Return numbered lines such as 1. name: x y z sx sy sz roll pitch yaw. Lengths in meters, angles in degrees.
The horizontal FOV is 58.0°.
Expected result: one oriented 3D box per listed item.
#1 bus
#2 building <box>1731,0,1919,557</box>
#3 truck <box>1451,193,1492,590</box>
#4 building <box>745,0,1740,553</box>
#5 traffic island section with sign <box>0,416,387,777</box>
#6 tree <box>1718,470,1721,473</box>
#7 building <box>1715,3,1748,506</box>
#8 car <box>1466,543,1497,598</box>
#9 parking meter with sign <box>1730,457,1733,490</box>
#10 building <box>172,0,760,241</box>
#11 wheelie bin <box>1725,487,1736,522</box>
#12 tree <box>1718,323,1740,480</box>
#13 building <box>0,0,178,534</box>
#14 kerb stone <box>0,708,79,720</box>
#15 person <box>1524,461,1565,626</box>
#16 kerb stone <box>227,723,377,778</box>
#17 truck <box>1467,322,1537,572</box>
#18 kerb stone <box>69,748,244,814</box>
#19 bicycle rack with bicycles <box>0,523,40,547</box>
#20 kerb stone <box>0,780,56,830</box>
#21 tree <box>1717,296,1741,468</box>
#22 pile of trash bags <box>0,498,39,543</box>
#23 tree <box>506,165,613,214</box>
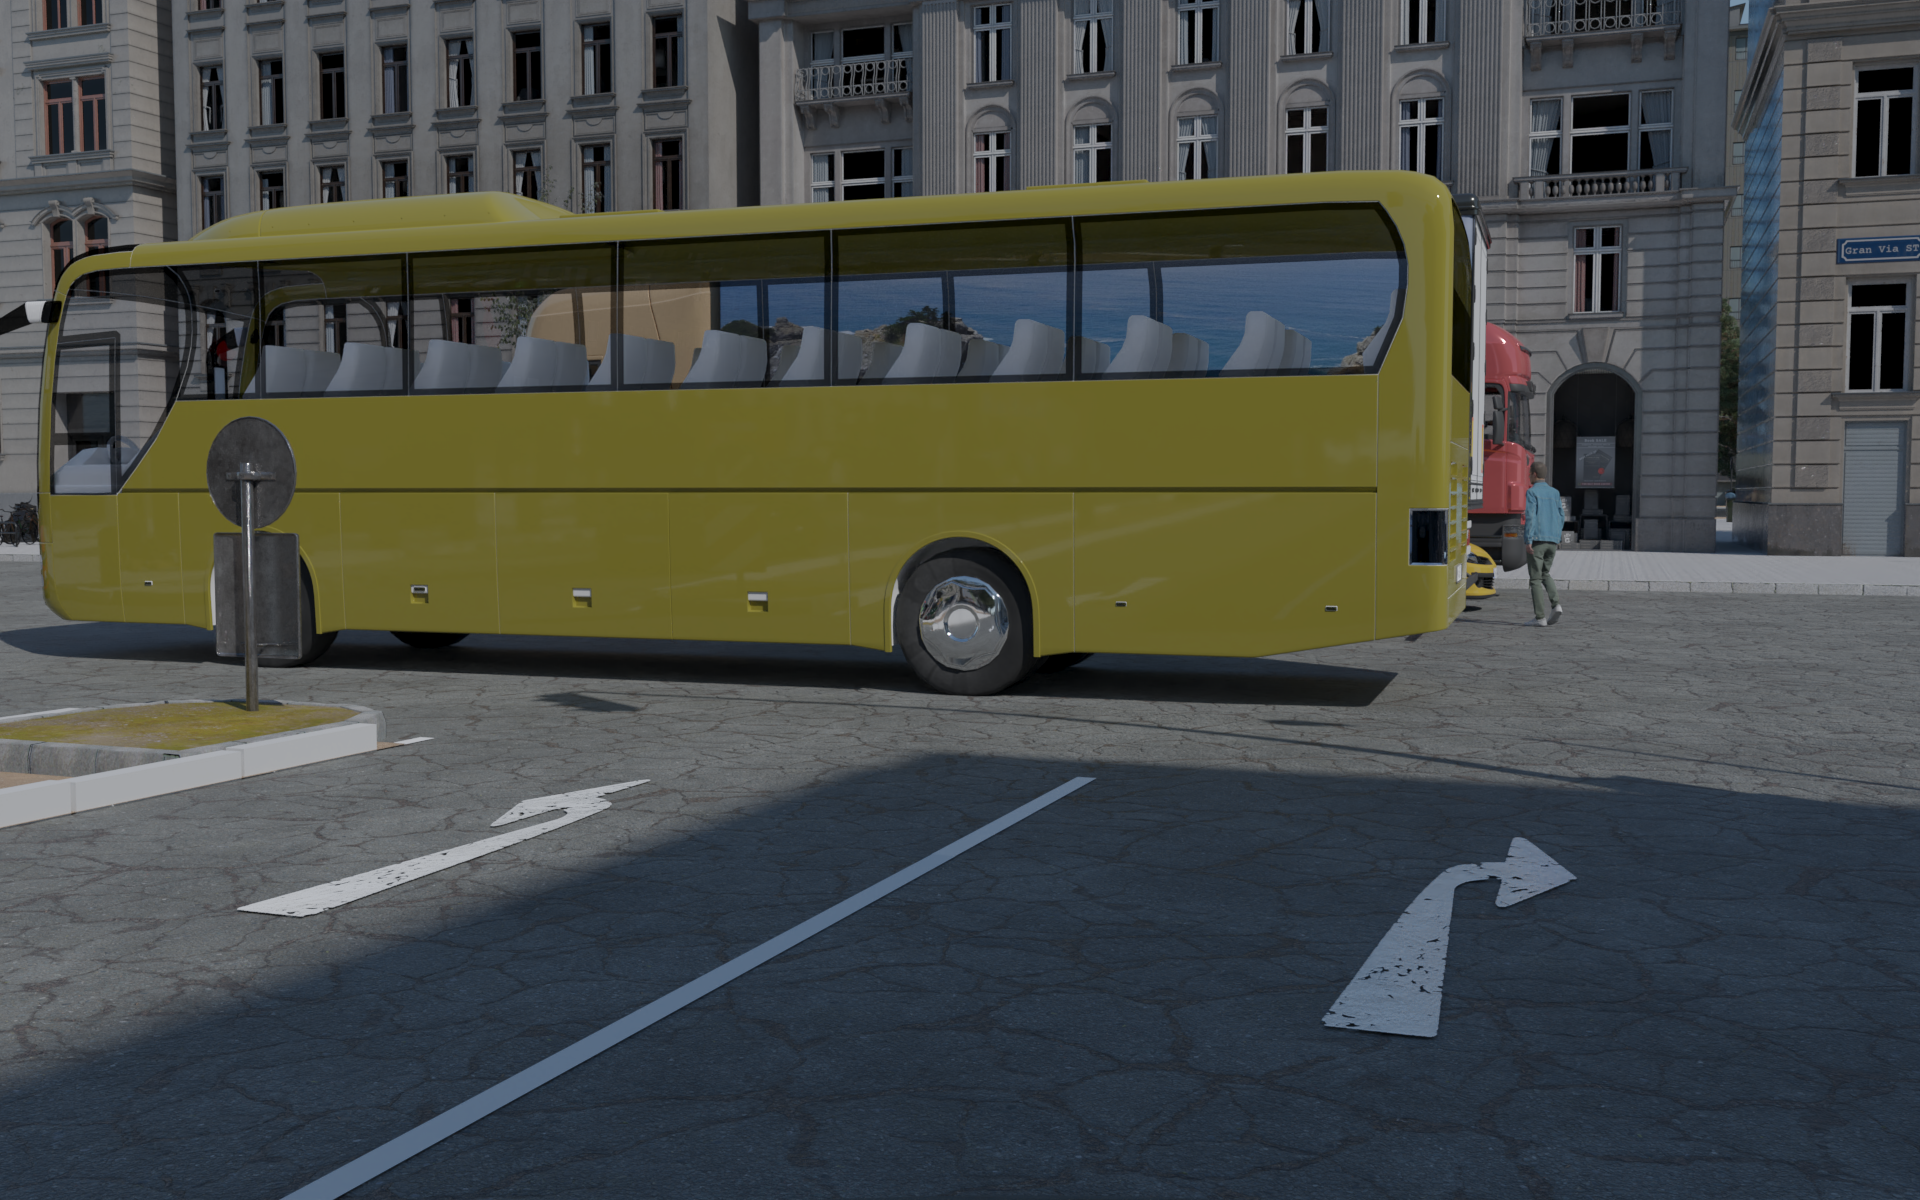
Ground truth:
1. bus: -2.255 -1.384 14.174 12.252 3.916 2.896 1 4 19
2. building: 30.124 -14.615 36.220 25.104 27.353 12.463 1 4 21
3. truck: -0.099 -1.850 19.157 11.283 4.237 2.839 1 4 19
4. building: 7.653 -12.516 46.444 24.055 21.916 13.314 1 4 21
5. traffic island section with sign: -4.395 -0.095 9.684 2.006 1.907 1.989 1 4 21
6. tree: 63.523 -14.061 151.952 6.751 12.117 7.091 0 3 0
7. building: 94.156 -36.868 192.022 27.495 52.752 28.713 1 4 21
8. car: 4.762 -0.723 22.048 3.980 1.641 2.015 1 4 20
9. parking meter with sign: 37.190 -5.213 81.495 1.738 3.016 0.543 1 4 23
10. building: -13.113 -12.404 51.951 18.267 20.994 9.793 1 4 21
11. wheelie bin: 35.128 -4.332 78.731 0.693 1.594 0.980 1 4 20
12. tree: 51.906 -13.141 121.517 9.857 13.997 8.962 0 3 0
13. building: -32.633 -16.707 60.555 23.554 28.519 14.401 1 4 21
14. kerb stone: -5.458 0.752 9.901 0.120 0.150 1.000 1 4 21
15. person: 6.305 -0.604 18.725 0.601 1.785 0.444 -1 4 -21
16. kerb stone: -3.484 0.794 9.208 0.120 0.150 1.000 1 4 21
17. truck: 3.299 -2.251 25.718 11.283 4.237 2.839 1 4 21
18. kerb stone: -3.838 0.862 8.243 0.120 0.150 1.000 1 4 21
19. bicycle rack with bicycles: -23.164 -1.822 43.175 2.925 0.926 2.852 2 4 31
20. kerb stone: -4.202 0.912 7.285 0.120 0.150 1.000 1 4 21
21. tree: 46.007 -12.152 106.103 7.806 13.903 7.818 0 3 0
22. pile of trash bags: -24.839 -2.302 47.397 1.912 1.369 3.447 -1 4 -11
23. tree: -9.229 -5.481 39.972 4.360 8.622 3.978 0 3 0
